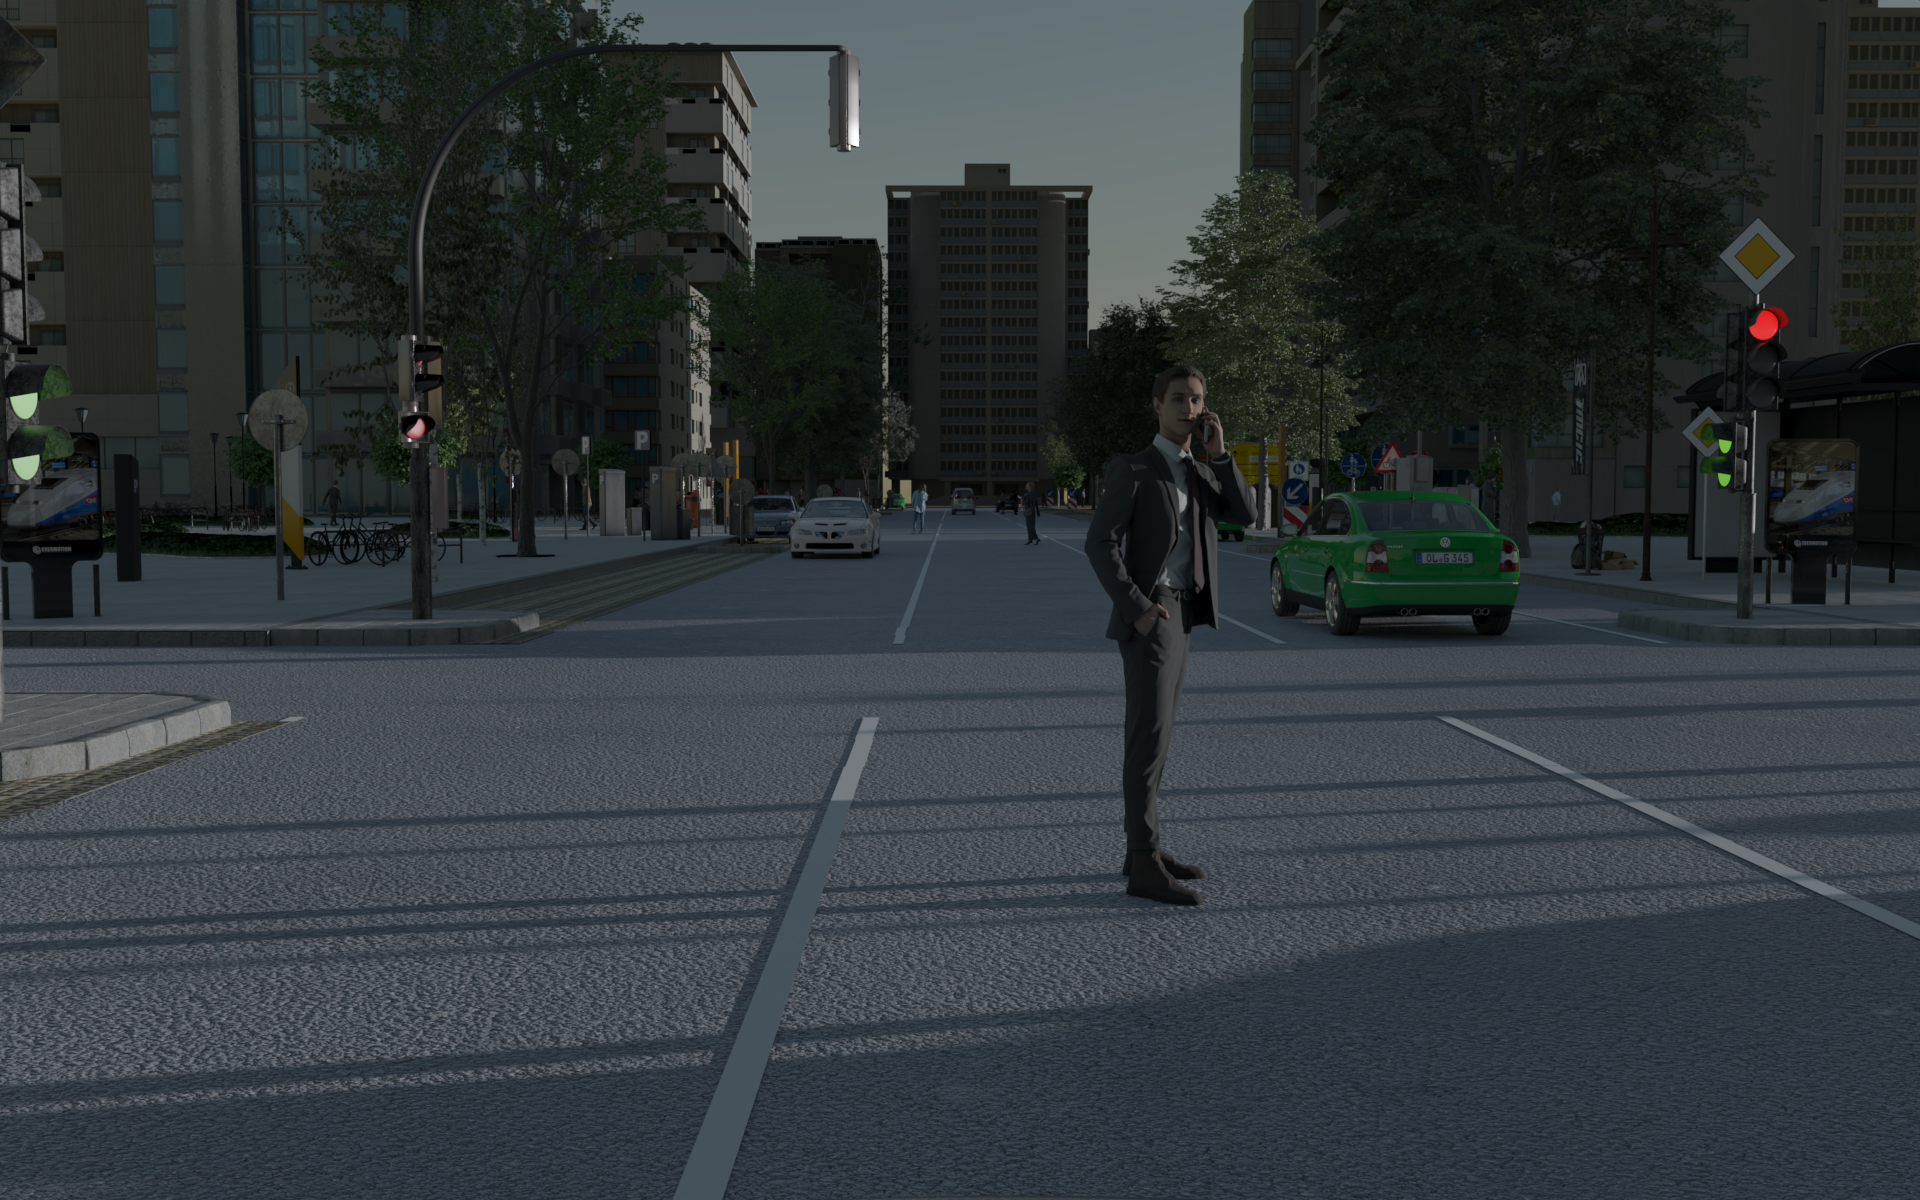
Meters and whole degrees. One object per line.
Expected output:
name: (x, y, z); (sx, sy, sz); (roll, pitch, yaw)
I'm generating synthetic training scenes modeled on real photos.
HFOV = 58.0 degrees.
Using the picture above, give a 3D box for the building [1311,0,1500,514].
building: (34.217, -29.407, 104.510); (21.300, 48.544, 21.600); (0, 4, 0)

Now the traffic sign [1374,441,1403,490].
traffic sign: (10.627, -2.607, 42.630); (0.884, 2.594, 0.081); (1, 4, 9)

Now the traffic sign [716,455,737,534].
traffic sign: (-7.605, -3.427, 56.141); (0.768, 2.556, 0.104); (1, 4, 9)

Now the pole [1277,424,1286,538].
pole: (9.331, -3.450, 50.249); (0.158, 3.312, 0.155); (0, 3, 0)

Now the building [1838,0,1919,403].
building: (68.287, -27.361, 139.240); (23.993, 40.220, 32.217); (0, 4, 0)

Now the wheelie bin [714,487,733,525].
wheelie bin: (-9.862, -3.936, 72.267); (0.693, 1.594, 0.980); (-2, 4, -32)

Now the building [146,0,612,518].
building: (-34.435, -29.823, 107.216); (23.786, 49.044, 30.456); (0, 4, 0)

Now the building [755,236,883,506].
building: (-15.921, -26.009, 196.940); (14.107, 30.474, 14.160); (0, 4, 0)

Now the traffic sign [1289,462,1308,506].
traffic sign: (10.559, -3.174, 54.031); (0.606, 2.300, 0.079); (1, 4, 9)

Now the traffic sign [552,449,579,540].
traffic sign: (-11.071, -2.966, 48.603); (0.768, 2.556, 0.104); (0, 4, 0)

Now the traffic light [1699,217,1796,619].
traffic light: (8.064, -1.762, 17.728); (0.839, 4.253, 0.868); (0, 4, 0)

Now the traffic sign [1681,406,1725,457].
traffic sign: (11.173, -1.599, 25.877); (0.795, 2.593, 0.064); (0, 4, 1)

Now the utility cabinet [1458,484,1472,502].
utility cabinet: (11.754, -1.937, 40.351); (0.318, 1.500, 1.173); (1, 4, 15)

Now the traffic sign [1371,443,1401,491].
traffic sign: (10.729, -2.667, 43.704); (0.768, 2.556, 0.104); (0, 4, 1)

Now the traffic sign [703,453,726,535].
traffic sign: (-7.820, -3.343, 54.655); (0.884, 2.594, 0.081); (0, 4, 1)

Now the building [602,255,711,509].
building: (-36.751, -18.130, 141.462); (28.899, 21.520, 27.650); (0, 4, 0)

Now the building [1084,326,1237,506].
building: (29.639, -21.963, 204.141); (28.899, 21.520, 27.650); (0, 4, 0)

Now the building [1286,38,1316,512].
building: (39.168, -26.647, 127.556); (32.217, 40.220, 23.993); (0, 4, 0)

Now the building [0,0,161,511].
building: (-64.948, -33.712, 140.430); (27.495, 52.752, 28.713); (0, 4, 0)

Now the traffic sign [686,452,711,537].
traffic sign: (-7.885, -3.187, 52.221); (0.768, 2.556, 0.104); (1, 4, 9)

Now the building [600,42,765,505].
building: (-36.759, -37.607, 204.117); (27.495, 52.752, 28.713); (0, 4, 0)

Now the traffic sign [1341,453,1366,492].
traffic sign: (12.238, -3.291, 53.922); (0.768, 2.556, 0.104); (1, 4, 8)

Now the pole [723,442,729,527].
pole: (-9.184, -4.540, 68.071); (0.158, 3.312, 0.155); (0, 3, 0)

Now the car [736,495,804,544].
car: (-5.569, -2.396, 51.177); (2.014, 1.417, 4.499); (0, 4, -1)

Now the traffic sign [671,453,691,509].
traffic sign: (-8.573, -3.270, 53.566); (0.768, 2.556, 0.104); (0, 4, 7)

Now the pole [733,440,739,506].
pole: (-8.463, -4.378, 65.429); (0.158, 3.312, 0.155); (0, 3, 0)

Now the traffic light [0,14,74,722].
traffic light: (-5.460, -1.269, 9.664); (0.839, 4.253, 0.868); (0, 4, 0)

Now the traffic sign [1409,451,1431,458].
traffic sign: (13.388, -3.088, 50.594); (0.768, 2.556, 0.104); (0, 4, 7)

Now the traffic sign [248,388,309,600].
traffic sign: (-8.214, -1.270, 20.872); (0.768, 2.556, 0.104); (0, 4, 7)

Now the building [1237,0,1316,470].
building: (30.577, -28.333, 146.846); (14.154, 41.232, 14.086); (0, 4, 0)

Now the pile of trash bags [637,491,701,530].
pile of trash bags: (-10.064, -3.116, 60.700); (1.912, 1.369, 3.447); (-3, 5, -40)

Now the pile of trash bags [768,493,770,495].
pile of trash bags: (-9.964, -4.883, 89.592); (1.912, 1.369, 3.447); (0, 4, 2)

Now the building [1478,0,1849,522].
building: (33.488, -24.583, 85.531); (14.154, 41.232, 14.086); (0, 4, 0)

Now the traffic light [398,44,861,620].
traffic light: (-3.406, -2.632, 17.693); (4.771, 5.953, 1.251); (0, 4, 0)

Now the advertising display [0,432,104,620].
advertising display: (-9.390, -0.774, 17.873); (0.974, 1.923, 0.123); (-3, 4, -38)

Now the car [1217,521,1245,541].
car: (7.699, -2.748, 53.728); (1.959, 1.807, 4.718); (0, 4, 0)

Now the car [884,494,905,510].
car: (-6.044, -9.292, 160.712); (1.959, 1.807, 4.718); (0, 3, 0)

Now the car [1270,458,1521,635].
car: (4.616, -0.621, 18.945); (1.959, 1.807, 4.718); (0, 4, -2)

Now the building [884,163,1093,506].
building: (3.180, -31.458, 206.226); (23.993, 40.220, 32.217); (0, 4, 0)

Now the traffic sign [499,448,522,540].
traffic sign: (-12.481, -2.945, 48.255); (0.768, 2.556, 0.104); (1, 4, 10)

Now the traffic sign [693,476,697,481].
traffic sign: (-10.869, -4.277, 70.028); (0.768, 2.556, 0.104); (0, 4, 4)

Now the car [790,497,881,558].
car: (-2.849, -1.705, 40.244); (2.083, 1.381, 4.827); (0, 4, 0)

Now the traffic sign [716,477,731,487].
traffic sign: (-11.513, -5.137, 84.102); (0.768, 2.556, 0.104); (0, 4, 6)

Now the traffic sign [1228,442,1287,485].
traffic sign: (11.612, -4.514, 67.681); (2.265, 3.308, 0.079); (0, 4, 7)

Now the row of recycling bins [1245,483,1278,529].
row of recycling bins: (10.921, -3.542, 65.029); (3.534, 1.692, 1.069); (-3, 5, -45)

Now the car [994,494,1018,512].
car: (3.690, -7.771, 136.847); (2.009, 1.686, 4.222); (0, 4, -1)
